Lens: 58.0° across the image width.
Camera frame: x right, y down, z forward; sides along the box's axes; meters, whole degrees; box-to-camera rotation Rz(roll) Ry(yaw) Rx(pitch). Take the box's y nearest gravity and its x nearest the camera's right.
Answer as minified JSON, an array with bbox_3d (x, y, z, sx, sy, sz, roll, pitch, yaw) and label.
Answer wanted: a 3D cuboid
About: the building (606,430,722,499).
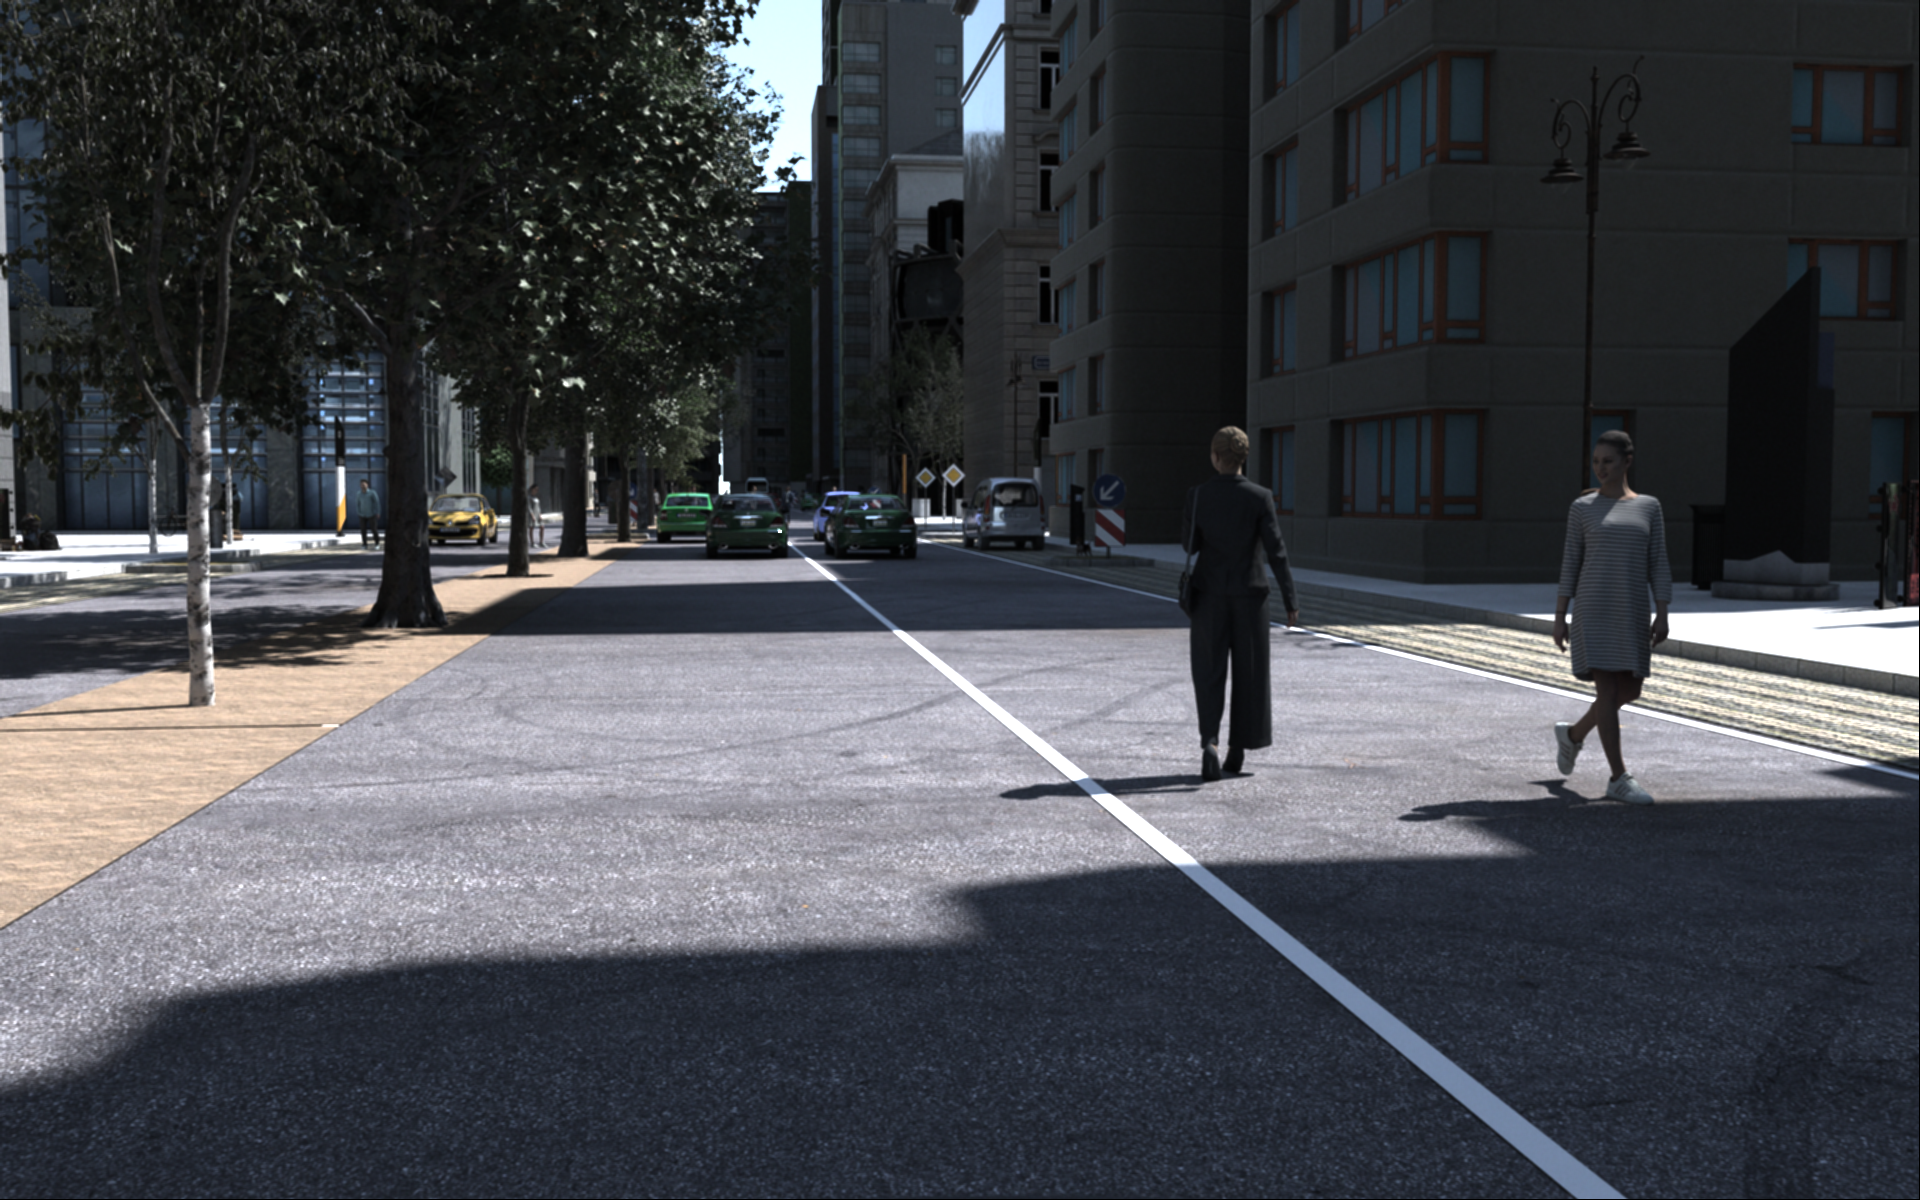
[{"bbox_3d":[-42.633,-37.031,229.163,21.600,48.544,21.300,0,4,-8],"label":"building"}]

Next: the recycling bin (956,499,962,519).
[{"bbox_3d":[0.187,-4.689,89.215,0.722,1.027,0.722,0,4,8],"label":"recycling bin"}]

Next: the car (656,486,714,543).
[{"bbox_3d":[-8.154,-2.654,52.192,1.959,1.807,4.718,0,4,-7],"label":"car"}]

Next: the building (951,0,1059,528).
[{"bbox_3d":[12.868,-16.788,71.750,25.104,27.353,12.463,0,4,-8],"label":"building"}]

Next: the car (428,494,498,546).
[{"bbox_3d":[-14.217,-2.387,49.247,2.015,1.641,3.980,-1,4,-8],"label":"car"}]

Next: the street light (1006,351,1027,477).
[{"bbox_3d":[1.806,-5.091,56.029,0.468,5.910,1.993,0,4,-8],"label":"street light"}]

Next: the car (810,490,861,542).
[{"bbox_3d":[-3.646,-2.693,53.622,1.945,1.707,3.694,0,4,-7],"label":"car"}]

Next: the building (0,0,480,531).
[{"bbox_3d":[-32.443,-46.486,72.713,22.319,86.520,31.000,0,4,-8],"label":"building"}]

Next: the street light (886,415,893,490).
[{"bbox_3d":[-4.175,-7.852,101.162,0.468,5.910,1.993,0,4,-8],"label":"street light"}]

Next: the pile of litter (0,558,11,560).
[{"bbox_3d":[-19.385,-1.198,33.558,1.719,0.858,1.176,-1,4,-21],"label":"pile of litter"}]

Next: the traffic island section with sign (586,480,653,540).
[{"bbox_3d":[-10.924,-2.873,55.115,2.006,1.907,1.989,0,4,-8],"label":"traffic island section with sign"}]

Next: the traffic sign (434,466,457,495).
[{"bbox_3d":[-18.369,-3.562,61.876,0.795,2.450,0.064,0,4,-8],"label":"traffic sign"}]

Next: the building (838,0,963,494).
[{"bbox_3d":[-3.478,-28.435,148.505,14.154,41.232,14.086,0,4,-8],"label":"building"}]

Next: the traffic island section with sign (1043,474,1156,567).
[{"bbox_3d":[2.723,-1.596,34.721,1.989,1.847,2.006,0,4,-8],"label":"traffic island section with sign"}]

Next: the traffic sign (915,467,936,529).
[{"bbox_3d":[-1.276,-3.700,64.145,0.795,2.450,0.064,0,4,-8],"label":"traffic sign"}]

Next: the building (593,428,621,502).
[{"bbox_3d":[-53.705,-33.268,198.551,28.867,44.769,22.147,0,4,-8],"label":"building"}]

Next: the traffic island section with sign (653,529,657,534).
[{"bbox_3d":[-11.902,-3.322,62.457,2.006,1.907,1.989,0,4,-8],"label":"traffic island section with sign"}]

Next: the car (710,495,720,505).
[{"bbox_3d":[-24.176,-9.723,171.336,2.083,1.381,4.827,0,4,-7],"label":"car"}]

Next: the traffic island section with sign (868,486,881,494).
[{"bbox_3d":[-4.541,-4.896,88.676,1.989,1.847,2.006,0,4,-8],"label":"traffic island section with sign"}]

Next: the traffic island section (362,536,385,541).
[{"bbox_3d":[-17.328,-1.941,54.021,2.009,0.180,2.903,0,4,-8],"label":"traffic island section"}]

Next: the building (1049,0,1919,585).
[{"bbox_3d":[18.361,-11.926,40.027,27.650,21.520,28.899,0,4,-8],"label":"building"}]

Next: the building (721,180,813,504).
[{"bbox_3d":[-24.398,-33.276,227.663,14.086,41.232,14.154,0,4,-8],"label":"building"}]

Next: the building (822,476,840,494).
[{"bbox_3d":[2.904,-29.195,169.224,32.217,40.220,23.993,0,4,-8],"label":"building"}]

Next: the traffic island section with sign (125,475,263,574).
[{"bbox_3d":[-14.032,-1.425,31.920,1.989,1.847,2.006,0,4,-8],"label":"traffic island section with sign"}]

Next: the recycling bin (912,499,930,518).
[{"bbox_3d":[-2.096,-4.926,93.100,0.722,1.027,0.722,-3,5,-41],"label":"recycling bin"}]

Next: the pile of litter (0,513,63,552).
[{"bbox_3d":[-21.161,-1.539,39.125,1.719,0.858,1.176,-3,5,-42],"label":"pile of litter"}]

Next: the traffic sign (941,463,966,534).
[{"bbox_3d":[-0.212,-3.216,56.231,0.795,2.450,0.064,0,4,-8],"label":"traffic sign"}]

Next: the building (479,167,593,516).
[{"bbox_3d":[-36.806,-30.133,112.275,23.786,49.044,30.456,0,4,-8],"label":"building"}]

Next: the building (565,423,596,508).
[{"bbox_3d":[-46.625,-18.601,149.165,27.650,21.520,28.899,0,4,-8],"label":"building"}]

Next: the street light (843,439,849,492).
[{"bbox_3d":[-9.186,-10.136,138.515,0.468,5.910,1.993,0,4,-8],"label":"street light"}]

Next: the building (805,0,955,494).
[{"bbox_3d":[-7.645,-46.847,204.195,20.563,71.187,20.611,0,4,-8],"label":"building"}]

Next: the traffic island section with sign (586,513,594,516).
[{"bbox_3d":[-25.062,-6.442,113.954,1.989,1.847,2.006,0,4,-8],"label":"traffic island section with sign"}]

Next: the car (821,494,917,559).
[{"bbox_3d":[-2.096,-1.722,39.953,2.131,1.459,4.920,-1,4,-9],"label":"car"}]

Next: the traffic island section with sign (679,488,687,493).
[{"bbox_3d":[-21.923,-7.877,136.927,2.006,1.907,1.989,0,4,-8],"label":"traffic island section with sign"}]

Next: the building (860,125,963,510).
[{"bbox_3d":[0.425,-20.840,128.129,14.401,28.519,23.554,0,4,-8],"label":"building"}]

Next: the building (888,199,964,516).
[{"bbox_3d":[3.882,-14.685,107.554,16.820,18.784,16.811,0,4,-8],"label":"building"}]

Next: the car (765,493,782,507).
[{"bbox_3d":[-14.256,-7.382,129.743,2.155,1.783,4.494,0,4,-8],"label":"car"}]

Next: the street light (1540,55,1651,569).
[{"bbox_3d":[6.852,-2.818,18.860,0.468,5.910,1.993,0,4,-8],"label":"street light"}]

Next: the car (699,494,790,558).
[{"bbox_3d":[-4.971,-1.732,40.122,2.131,1.459,4.920,-1,4,-9],"label":"car"}]

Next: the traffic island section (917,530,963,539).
[{"bbox_3d":[-0.189,-2.081,56.311,2.009,0.180,2.903,0,4,-8],"label":"traffic island section"}]

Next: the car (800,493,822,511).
[{"bbox_3d":[-12.523,-8.413,146.345,1.959,1.807,4.718,0,4,-8],"label":"car"}]

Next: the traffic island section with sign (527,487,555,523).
[{"bbox_3d":[-21.471,-4.808,87.238,1.989,1.847,2.006,0,4,-8],"label":"traffic island section with sign"}]

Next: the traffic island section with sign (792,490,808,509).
[{"bbox_3d":[-14.857,-9.589,165.411,1.989,1.847,2.006,0,4,-8],"label":"traffic island section with sign"}]

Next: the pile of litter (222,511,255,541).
[{"bbox_3d":[-20.224,-2.053,47.538,1.719,0.858,1.176,-2,4,-29],"label":"pile of litter"}]

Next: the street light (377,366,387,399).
[{"bbox_3d":[-20.459,-5.456,61.986,0.468,5.910,1.993,0,4,-8],"label":"street light"}]

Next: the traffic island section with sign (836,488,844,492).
[{"bbox_3d":[-8.126,-6.530,115.393,1.989,1.847,2.006,0,4,-8],"label":"traffic island section with sign"}]

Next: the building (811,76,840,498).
[{"bbox_3d":[-8.769,-32.856,187.306,14.600,45.320,14.200,0,4,-8],"label":"building"}]

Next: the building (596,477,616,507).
[{"bbox_3d":[-51.677,-29.524,174.599,32.217,40.220,23.993,0,4,-8],"label":"building"}]
